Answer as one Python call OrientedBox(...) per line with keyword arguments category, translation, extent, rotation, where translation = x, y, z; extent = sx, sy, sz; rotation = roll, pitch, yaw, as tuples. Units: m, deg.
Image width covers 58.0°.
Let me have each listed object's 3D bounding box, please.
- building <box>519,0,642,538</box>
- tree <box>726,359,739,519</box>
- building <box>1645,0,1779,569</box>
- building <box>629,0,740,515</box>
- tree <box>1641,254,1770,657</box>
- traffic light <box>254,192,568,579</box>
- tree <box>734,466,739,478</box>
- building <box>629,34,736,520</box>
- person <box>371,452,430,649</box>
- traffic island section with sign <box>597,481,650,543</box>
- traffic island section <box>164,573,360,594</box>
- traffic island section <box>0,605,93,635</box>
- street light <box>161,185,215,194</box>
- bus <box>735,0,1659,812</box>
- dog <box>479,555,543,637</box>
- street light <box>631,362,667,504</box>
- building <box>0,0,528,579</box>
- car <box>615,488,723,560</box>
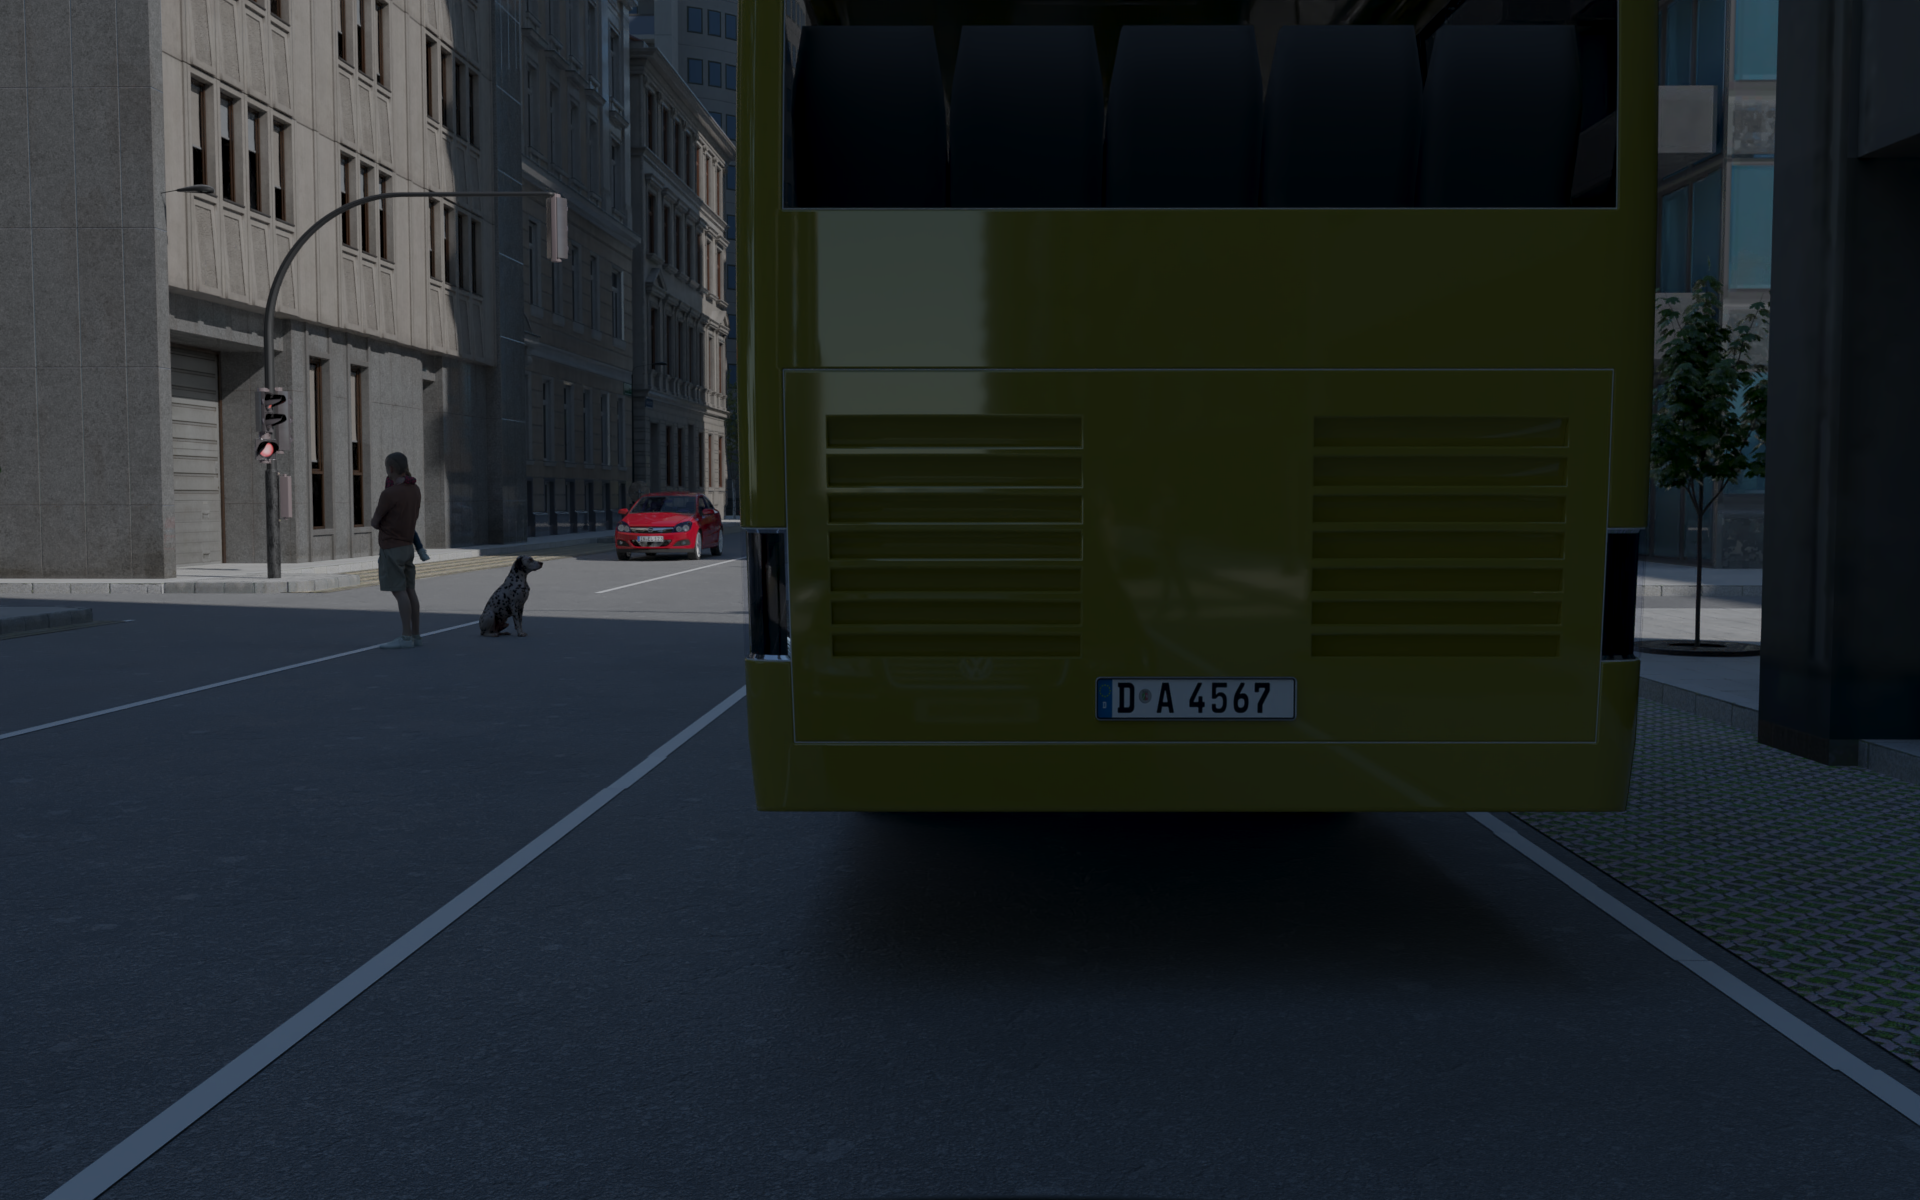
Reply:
OrientedBox(category="building", translation=(-18.733, -16.481, 55.375), extent=(13.634, 28.700, 20.117), rotation=(0, 4, 2))
OrientedBox(category="tree", translation=(-11.767, -8.522, 89.701), extent=(4.737, 8.622, 4.395), rotation=(0, 3, 0))
OrientedBox(category="building", translation=(25.947, -25.552, 37.379), extent=(30.456, 49.044, 23.786), rotation=(0, 4, 2))
OrientedBox(category="building", translation=(-20.909, -35.037, 114.848), extent=(21.231, 58.520, 28.212), rotation=(0, 4, 2))
OrientedBox(category="tree", translation=(5.902, -1.184, 13.957), extent=(1.663, 3.219, 1.824), rotation=(0, 3, 0))
OrientedBox(category="traffic light", translation=(-8.334, -3.154, 26.238), extent=(4.771, 5.953, 1.251), rotation=(0, 4, 2))
OrientedBox(category="tree", translation=(-11.328, -7.066, 99.237), extent=(4.285, 4.588, 4.351), rotation=(0, 3, 0))
OrientedBox(category="building", translation=(-16.921, -14.695, 76.414), extent=(11.583, 22.565, 21.152), rotation=(0, 4, 2))
OrientedBox(category="person", translation=(-5.248, -0.474, 16.229), extent=(0.573, 1.828, 0.580), rotation=(-2, 4, -35))
OrientedBox(category="traffic island section with sign", translation=(-9.485, -2.590, 50.980), extent=(1.989, 1.847, 2.006), rotation=(0, 4, 2))
OrientedBox(category="traffic island section", translation=(-10.468, -0.252, 26.394), extent=(2.009, 0.180, 2.903), rotation=(0, 4, 2))
OrientedBox(category="traffic island section", translation=(-10.680, 0.237, 18.411), extent=(2.009, 0.180, 2.903), rotation=(0, 4, 2))
OrientedBox(category="street light", translation=(-11.895, -3.281, 26.188), extent=(1.470, 5.913, 1.316), rotation=(0, 4, 2))
OrientedBox(category="bus", translation=(0.662, -1.176, 10.770), extent=(2.896, 3.916, 12.252), rotation=(0, 4, 0))
OrientedBox(category="dog", translation=(-4.655, -0.046, 17.589), extent=(0.513, 0.831, 0.800), rotation=(-3, 5, -44))
OrientedBox(category="street light", translation=(-10.983, -5.411, 61.013), extent=(1.470, 5.913, 1.316), rotation=(0, 4, 2))
OrientedBox(category="building", translation=(-17.750, -13.300, 35.475), extent=(12.078, 24.808, 19.932), rotation=(0, 4, 2))
OrientedBox(category="car", translation=(-6.494, -1.827, 38.905), extent=(2.155, 1.783, 4.494), rotation=(0, 4, 2))
